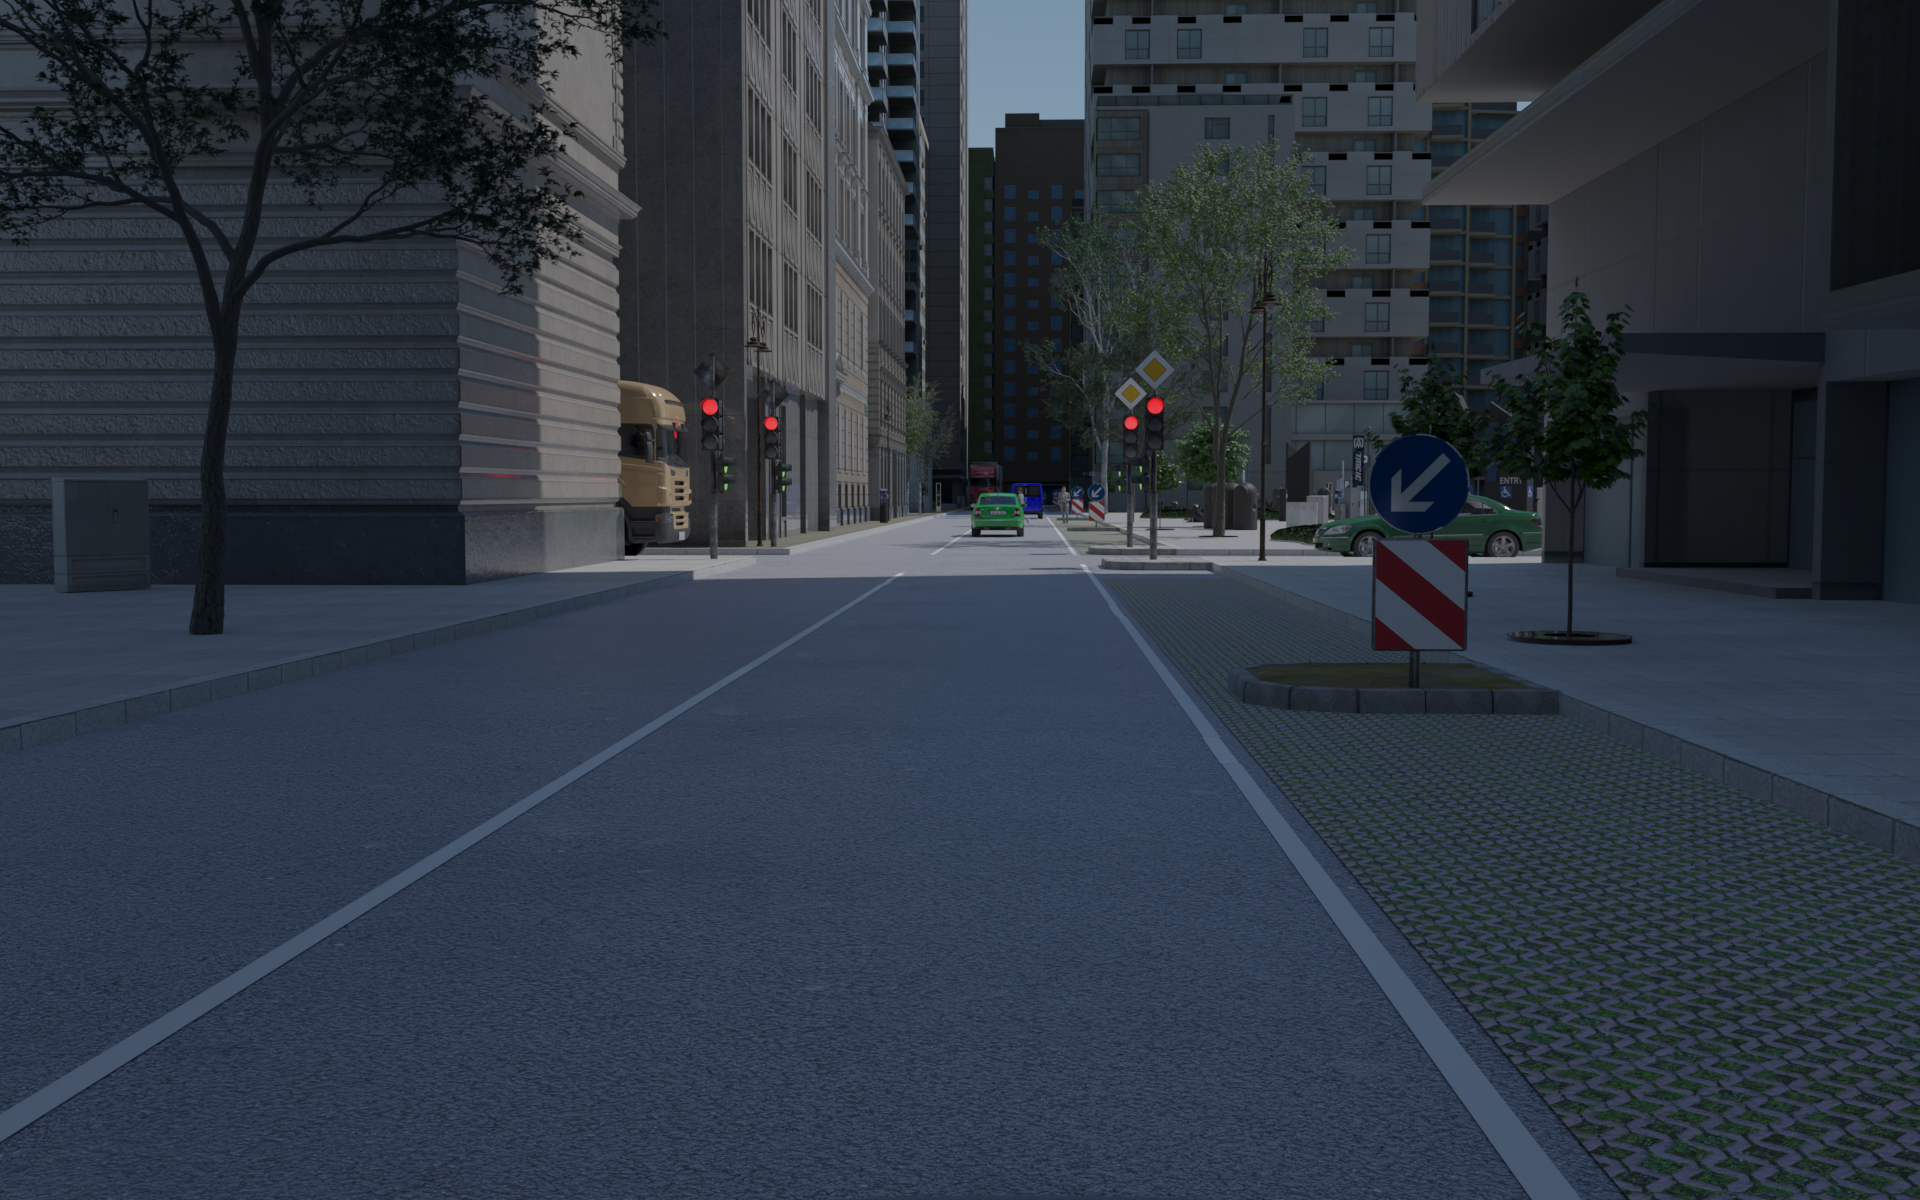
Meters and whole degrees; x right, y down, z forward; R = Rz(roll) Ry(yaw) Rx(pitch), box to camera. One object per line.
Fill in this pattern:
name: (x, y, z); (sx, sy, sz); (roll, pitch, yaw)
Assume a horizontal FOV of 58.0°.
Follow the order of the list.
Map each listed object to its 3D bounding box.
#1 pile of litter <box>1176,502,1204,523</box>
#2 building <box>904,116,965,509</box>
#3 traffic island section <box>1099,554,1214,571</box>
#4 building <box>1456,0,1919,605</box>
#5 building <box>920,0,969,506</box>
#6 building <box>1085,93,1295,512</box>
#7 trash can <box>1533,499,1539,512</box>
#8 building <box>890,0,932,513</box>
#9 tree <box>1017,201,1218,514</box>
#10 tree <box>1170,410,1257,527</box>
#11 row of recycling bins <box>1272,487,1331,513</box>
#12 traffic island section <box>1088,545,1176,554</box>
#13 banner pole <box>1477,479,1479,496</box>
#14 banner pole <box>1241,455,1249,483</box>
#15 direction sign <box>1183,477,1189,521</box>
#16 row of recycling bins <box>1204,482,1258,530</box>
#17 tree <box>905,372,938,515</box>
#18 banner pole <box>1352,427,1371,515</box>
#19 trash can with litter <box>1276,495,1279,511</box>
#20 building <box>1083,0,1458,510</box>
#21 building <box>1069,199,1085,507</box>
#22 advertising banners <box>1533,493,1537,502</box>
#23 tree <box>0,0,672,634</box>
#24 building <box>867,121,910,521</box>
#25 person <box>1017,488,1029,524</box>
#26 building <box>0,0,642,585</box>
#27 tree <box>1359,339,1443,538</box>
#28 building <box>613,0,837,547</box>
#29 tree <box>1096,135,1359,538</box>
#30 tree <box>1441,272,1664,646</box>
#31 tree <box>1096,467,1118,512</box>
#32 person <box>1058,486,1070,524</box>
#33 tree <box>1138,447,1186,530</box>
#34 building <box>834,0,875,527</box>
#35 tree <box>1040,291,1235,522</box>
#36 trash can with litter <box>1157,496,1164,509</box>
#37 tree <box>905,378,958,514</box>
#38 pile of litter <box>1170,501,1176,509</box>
pile of litter: (10.845, -3.938, 78.353); (1.176, 0.858, 1.719); (-2, 4, -25)
building: (-15.881, -28.649, 160.298); (32.217, 40.220, 23.993); (0, 4, 2)
traffic island section: (3.802, -0.709, 33.872); (2.009, 0.180, 2.903); (0, 4, 2)
building: (21.442, -26.231, 18.118); (28.713, 52.752, 27.495); (0, 4, 2)
building: (-9.722, -45.484, 181.918); (20.611, 71.187, 20.563); (0, 4, 2)
building: (16.879, -21.848, 128.919); (14.160, 30.474, 14.107); (0, 4, 2)
trash can: (18.015, -2.651, 55.001); (0.748, 1.137, 0.748); (0, 3, 0)
building: (-13.010, -50.069, 131.301); (22.319, 86.520, 31.000); (0, 4, 2)
tree: (9.950, -15.551, 110.147); (12.611, 20.169, 13.585); (0, 3, 0)
tree: (9.835, -5.101, 67.113); (4.285, 4.588, 4.351); (0, 3, 0)
row of recycling bins: (20.744, -6.003, 105.258); (3.534, 1.692, 1.069); (1, 4, 15)
traffic island section: (4.125, -1.197, 41.851); (2.009, 0.180, 2.903); (0, 4, 2)
banner pole: (30.502, -6.845, 101.940); (0.401, 3.779, 0.863); (1, 4, 17)
banner pole: (17.763, -7.207, 107.853); (0.863, 3.779, 0.401); (-3, 5, -44)
direction sign: (11.016, -5.620, 83.889); (0.379, 3.537, 0.876); (1, 4, 11)
row of recycling bins: (9.782, -3.412, 62.902); (1.069, 1.692, 3.534); (-1, 4, -14)
tree: (-3.352, -9.427, 104.494); (4.737, 8.622, 4.395); (0, 3, 0)
banner pole: (14.959, -4.550, 64.413); (0.863, 3.779, 0.401); (-1, 4, -11)
trash can with litter: (18.004, -5.294, 97.620); (1.678, 1.210, 2.233); (0, 4, 6)
building: (24.469, -34.219, 148.712); (28.713, 52.752, 27.495); (0, 4, 2)
building: (17.842, -24.434, 171.193); (14.160, 30.474, 14.107); (0, 4, 2)
advertising banners: (34.316, -6.403, 100.874); (2.074, 3.025, 0.090); (-1, 4, -15)
tree: (-6.616, -4.953, 15.400); (7.601, 10.594, 8.767); (2, 4, 27)
building: (-8.105, -14.788, 90.930); (9.793, 20.994, 18.267); (0, 4, 2)
person: (2.836, -4.363, 80.592); (0.760, 1.731, 0.466); (0, 4, -5)
building: (-15.980, -12.225, 28.750); (19.941, 23.489, 11.050); (0, 4, 2)
tree: (5.819, -1.662, 21.770); (1.663, 3.219, 1.824); (0, 3, 0)
building: (-10.795, -14.271, 51.348); (12.078, 24.808, 19.932); (0, 4, 2)
tree: (7.729, -7.663, 51.039); (9.928, 11.665, 9.643); (0, 3, 0)
tree: (5.450, -1.254, 15.109); (1.663, 3.219, 1.824); (0, 3, 0)
tree: (10.511, -7.761, 121.499); (1.663, 3.219, 1.824); (0, 3, 0)
person: (4.998, -4.562, 83.294); (0.606, 1.804, 0.583); (1, 4, 10)
tree: (6.999, -4.086, 61.399); (1.663, 3.219, 1.824); (0, 3, 0)
building: (-10.840, -17.451, 71.234); (13.634, 28.700, 20.117); (0, 4, 2)
tree: (7.802, -8.778, 77.935); (8.767, 10.594, 7.601); (-1, 4, -10)
trash can with litter: (11.630, -5.422, 100.033); (0.624, 1.170, 1.055); (-1, 4, -14)
tree: (-2.304, -9.774, 110.165); (4.360, 8.622, 3.978); (0, 3, 0)
pile of litter: (13.230, -5.647, 106.298); (1.719, 0.858, 1.176); (3, 4, 37)
